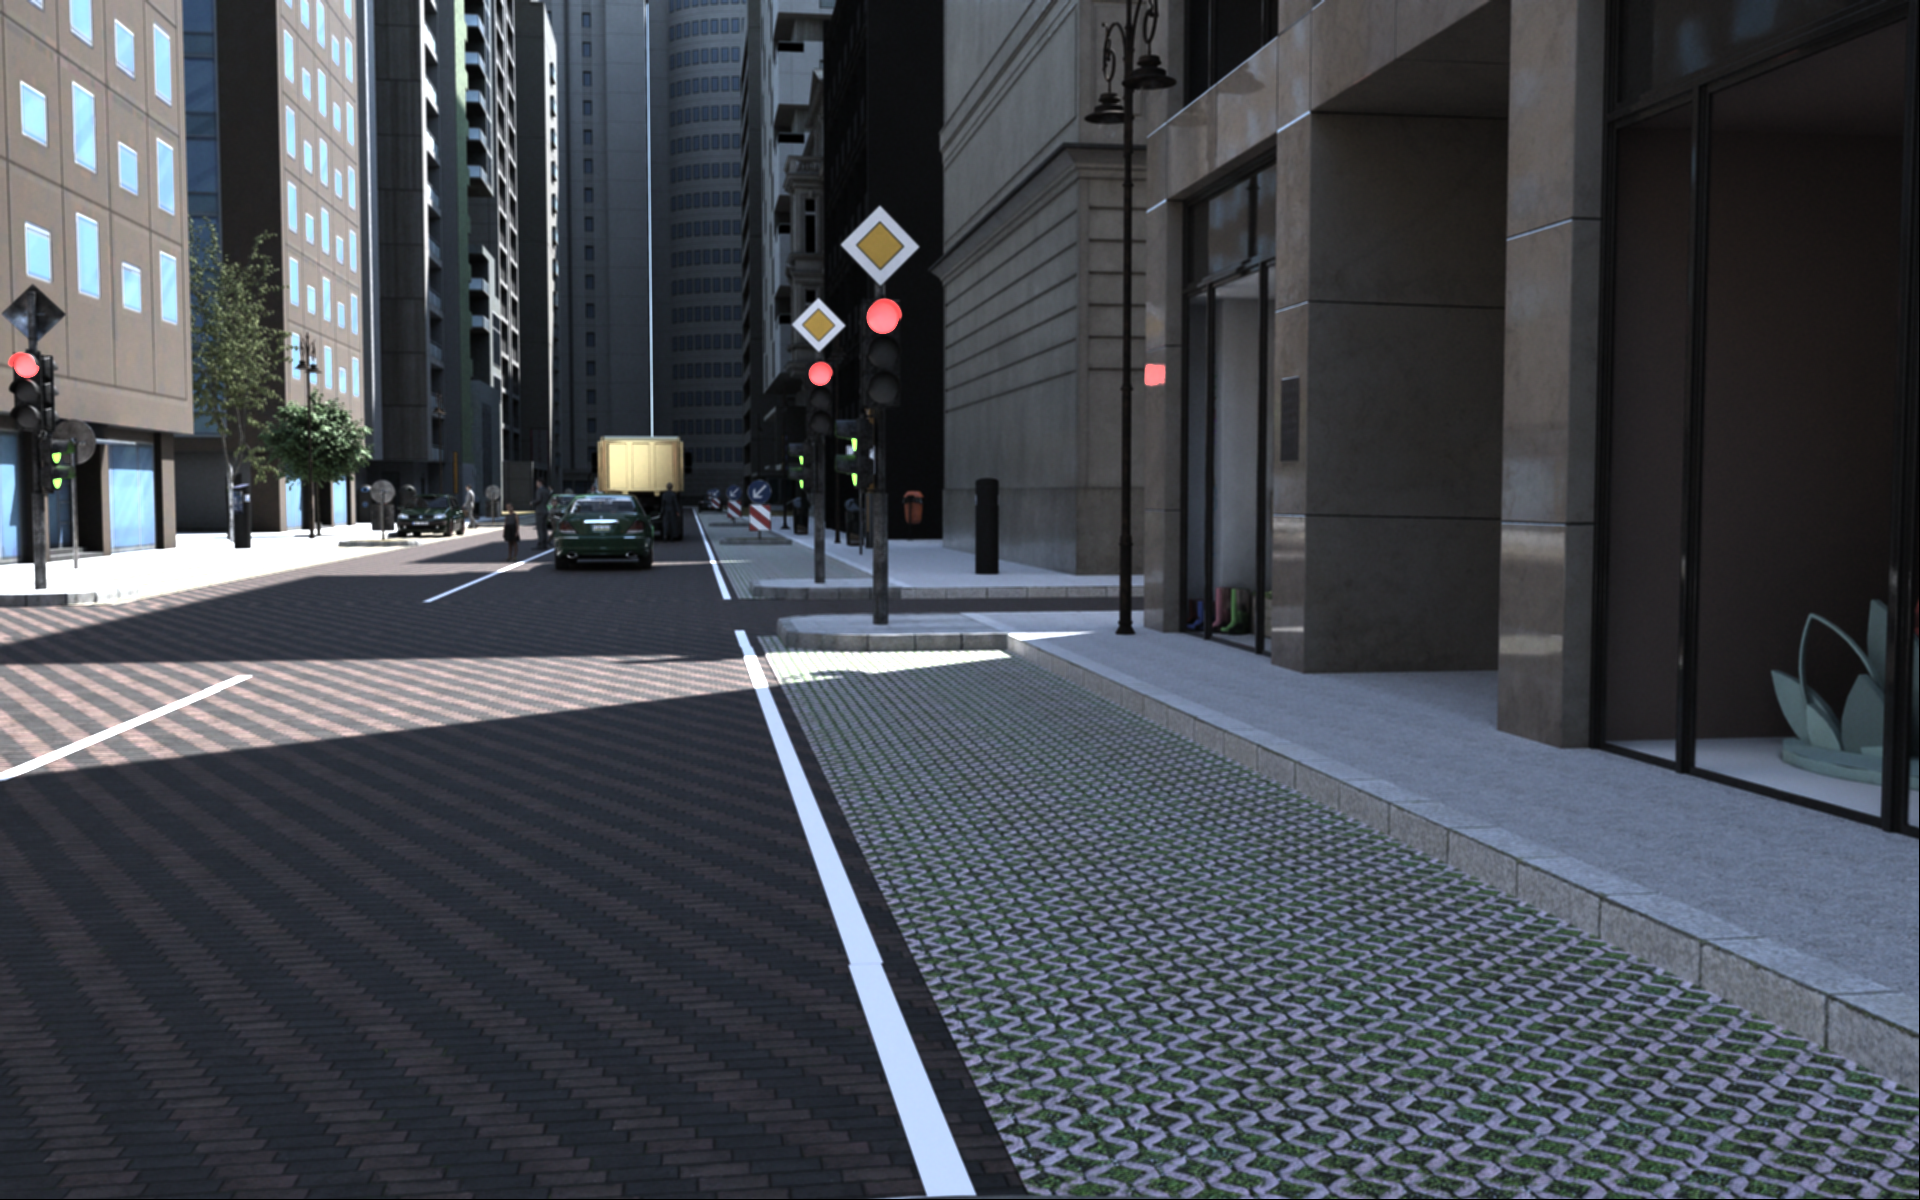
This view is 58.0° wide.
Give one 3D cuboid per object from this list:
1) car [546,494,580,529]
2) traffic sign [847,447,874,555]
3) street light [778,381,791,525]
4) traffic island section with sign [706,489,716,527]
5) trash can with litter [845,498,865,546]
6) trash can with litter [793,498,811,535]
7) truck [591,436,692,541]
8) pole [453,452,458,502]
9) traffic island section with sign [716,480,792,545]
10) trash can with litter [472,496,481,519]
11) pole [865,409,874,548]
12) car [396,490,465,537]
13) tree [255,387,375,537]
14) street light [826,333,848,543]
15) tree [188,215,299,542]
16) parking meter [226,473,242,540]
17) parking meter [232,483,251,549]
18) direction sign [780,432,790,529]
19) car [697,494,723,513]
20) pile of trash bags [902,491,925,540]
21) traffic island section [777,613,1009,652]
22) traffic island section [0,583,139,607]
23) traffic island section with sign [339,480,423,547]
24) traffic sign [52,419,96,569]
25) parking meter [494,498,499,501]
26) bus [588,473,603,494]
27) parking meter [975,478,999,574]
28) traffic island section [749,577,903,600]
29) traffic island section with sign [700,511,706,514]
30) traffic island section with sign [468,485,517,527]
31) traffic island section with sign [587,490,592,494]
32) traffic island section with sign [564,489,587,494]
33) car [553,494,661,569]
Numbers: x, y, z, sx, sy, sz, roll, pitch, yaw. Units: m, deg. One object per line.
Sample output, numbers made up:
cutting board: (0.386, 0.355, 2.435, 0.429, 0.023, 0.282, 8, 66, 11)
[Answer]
car: (-16.585, -3.753, 73.159, 2.131, 1.459, 4.920, -1, 4, -10)
traffic sign: (-2.097, -2.107, 36.572, 0.606, 2.300, 0.079, 0, 4, -4)
street light: (-7.176, -5.998, 70.848, 0.468, 5.910, 1.993, -1, 4, -9)
traffic island section with sign: (-10.092, -4.148, 76.455, 1.989, 1.847, 2.006, -1, 4, -9)
trash can with litter: (-2.539, -1.942, 43.144, 0.624, 1.170, 1.055, -1, 4, -9)
trash can with litter: (-4.998, -2.677, 55.164, 0.624, 1.170, 1.055, -1, 4, -11)
truck: (-10.434, -3.722, 56.781, 3.469, 3.379, 9.791, -1, 4, -10)
pole: (-24.387, -5.499, 83.749, 0.158, 3.312, 0.155, 0, 3, 0)
traffic island section with sign: (-5.847, -2.492, 49.365, 1.989, 1.847, 2.006, -1, 4, -9)
trash can with litter: (-24.523, -4.673, 87.797, 0.624, 1.170, 1.055, -1, 4, -23)
pole: (-2.127, -2.873, 40.824, 0.158, 3.312, 0.155, 0, 3, 0)
car: (-17.823, -2.972, 58.383, 2.009, 1.686, 4.222, 0, 4, -7)
tree: (-19.705, -4.236, 52.968, 4.285, 4.588, 4.351, 0, 3, 0)
street light: (-3.207, -4.430, 45.216, 0.468, 5.910, 1.993, -1, 4, -9)
tree: (-19.315, -5.815, 45.440, 4.737, 8.622, 4.395, 0, 3, 0)
parking meter: (-20.389, -2.626, 48.649, 0.255, 1.863, 0.399, 1, 4, 19)
parking meter: (-16.888, -1.977, 40.737, 0.372, 1.533, 0.369, 0, 3, 0)
direction sign: (-6.417, -4.373, 63.504, 0.379, 3.537, 0.876, -1, 4, -20)
car: (-18.871, -7.401, 130.800, 2.009, 1.686, 4.222, -1, 4, -10)
pile of trash bags: (0.022, -2.316, 47.623, 3.447, 1.369, 1.912, 1, 4, 20)
traffic island section: (-0.761, 0.317, 17.101, 2.009, 0.180, 2.903, -1, 4, -9)
traffic island section: (-12.416, -0.066, 23.363, 2.009, 0.180, 2.903, -1, 4, -9)
traffic island section with sign: (-15.922, -2.391, 47.719, 1.989, 1.847, 2.006, -1, 4, -9)
traffic sign: (-15.103, -1.799, 29.517, 0.768, 2.556, 0.104, 0, 4, 0)
parking meter: (-25.027, -5.189, 93.247, 0.372, 1.533, 0.369, 0, 3, 0)
bus: (-26.266, -8.541, 131.195, 2.896, 3.916, 12.252, 0, 4, -8)
parking meter: (0.434, -1.188, 27.835, 0.372, 1.533, 0.369, 0, 3, 0)
traffic island section: (-2.001, -0.166, 24.990, 2.009, 0.180, 2.903, -1, 4, -9)
traffic island section with sign: (-17.933, -7.198, 126.323, 1.989, 1.847, 2.006, -1, 4, -9)
traffic island section with sign: (-20.237, -4.070, 75.174, 1.989, 1.847, 2.006, -1, 4, -9)
traffic island section with sign: (-32.122, -8.691, 150.731, 1.989, 1.847, 2.006, -1, 4, -9)
traffic island section with sign: (-27.924, -7.053, 123.940, 1.989, 1.847, 2.006, -1, 4, -9)
car: (-7.041, -1.387, 34.471, 2.131, 1.459, 4.920, -1, 4, -9)
